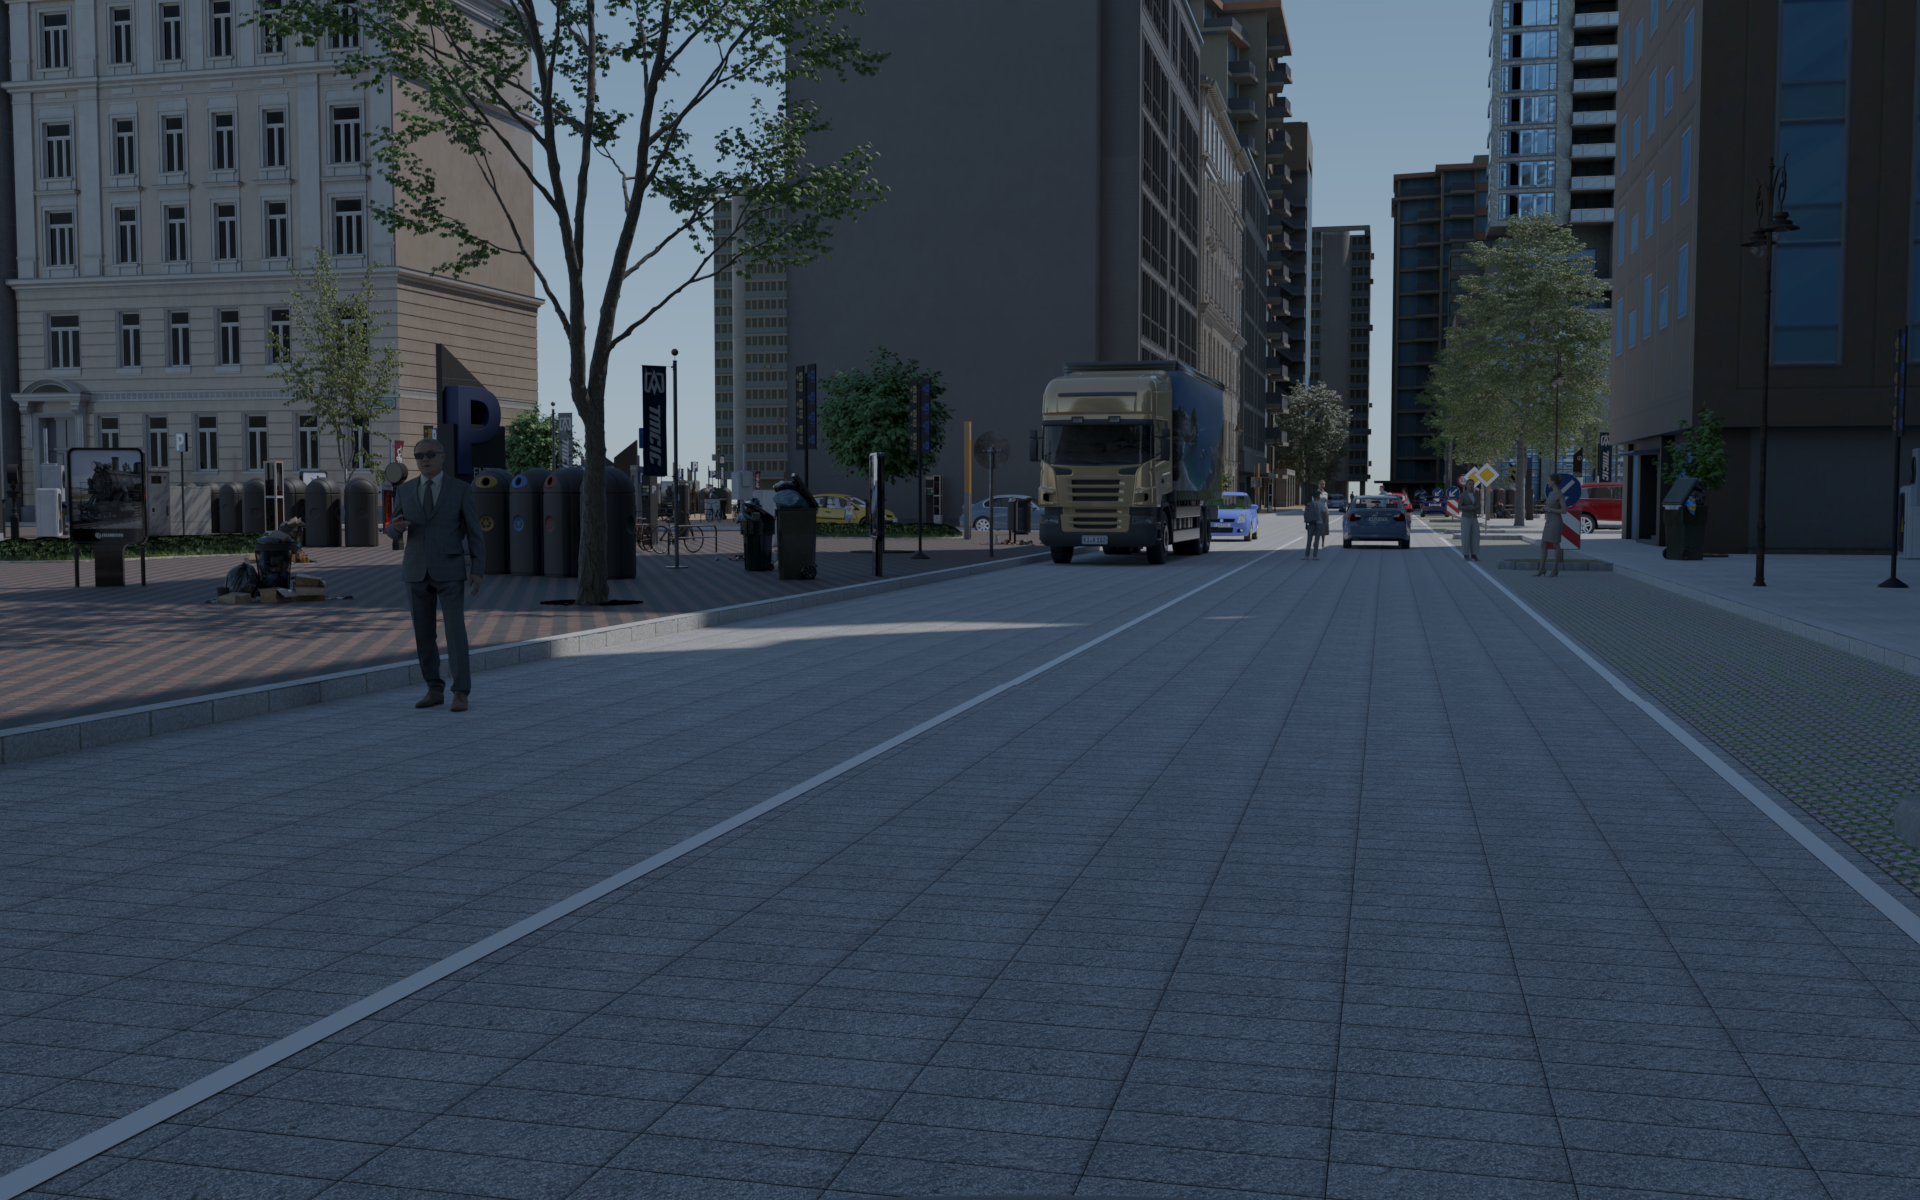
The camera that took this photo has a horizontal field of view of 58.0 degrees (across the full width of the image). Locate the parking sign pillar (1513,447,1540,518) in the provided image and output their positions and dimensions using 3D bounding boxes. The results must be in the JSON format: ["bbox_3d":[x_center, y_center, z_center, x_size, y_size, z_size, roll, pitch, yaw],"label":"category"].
[{"bbox_3d":[29.939,-6.301,91.500,1.447,3.967,1.447,1,4,17],"label":"parking sign pillar"}]

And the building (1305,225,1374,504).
[{"bbox_3d":[44.128,-33.336,236.920,23.993,40.220,32.217,1,4,14],"label":"building"}]

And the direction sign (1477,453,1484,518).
[{"bbox_3d":[28.186,-6.235,93.941,0.379,3.537,0.876,0,4,-5],"label":"direction sign"}]

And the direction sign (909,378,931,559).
[{"bbox_3d":[-0.789,-2.582,34.220,0.379,3.537,0.876,-2,4,-28],"label":"direction sign"}]

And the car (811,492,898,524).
[{"bbox_3d":[-4.302,-3.316,64.444,3.980,1.641,2.015,1,4,15],"label":"car"}]

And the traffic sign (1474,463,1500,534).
[{"bbox_3d":[16.718,-3.142,55.021,0.795,2.450,0.064,1,4,14],"label":"traffic sign"}]

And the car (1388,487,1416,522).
[{"bbox_3d":[21.633,-4.737,86.486,2.155,1.783,4.494,1,4,16],"label":"car"}]

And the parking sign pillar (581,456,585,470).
[{"bbox_3d":[-26.033,-8.042,119.953,1.447,3.967,1.447,-3,4,-36],"label":"parking sign pillar"}]

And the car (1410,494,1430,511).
[{"bbox_3d":[39.957,-8.563,149.798,2.009,1.686,4.222,1,4,14],"label":"car"}]

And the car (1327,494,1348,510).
[{"bbox_3d":[32.109,-8.320,148.040,2.014,1.417,4.499,1,4,12],"label":"car"}]

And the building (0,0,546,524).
[{"bbox_3d":[-31.888,-18.099,81.824,20.117,28.700,13.634,1,4,14],"label":"building"}]

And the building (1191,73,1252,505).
[{"bbox_3d":[9.943,-18.667,102.463,12.463,27.353,25.104,1,4,14],"label":"building"}]

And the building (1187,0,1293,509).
[{"bbox_3d":[17.932,-30.603,154.981,22.147,44.769,28.867,1,4,14],"label":"building"}]

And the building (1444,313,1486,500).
[{"bbox_3d":[64.229,-20.271,176.477,27.650,21.520,28.899,1,4,14],"label":"building"}]

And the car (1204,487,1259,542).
[{"bbox_3d":[8.260,-2.685,53.496,1.945,1.707,3.694,1,4,14],"label":"car"}]

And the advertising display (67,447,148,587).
[{"bbox_3d":[-11.797,-1.148,23.989,0.974,1.923,0.123,-1,4,-13],"label":"advertising display"}]

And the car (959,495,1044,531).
[{"bbox_3d":[2.241,-3.049,61.861,4.499,1.417,2.014,1,4,14],"label":"car"}]

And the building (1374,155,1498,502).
[{"bbox_3d":[69.193,-34.941,225.911,28.867,44.769,22.147,1,4,14],"label":"building"}]

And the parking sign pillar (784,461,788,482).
[{"bbox_3d":[-9.314,-6.688,97.824,1.447,3.967,1.447,-3,5,-44],"label":"parking sign pillar"}]

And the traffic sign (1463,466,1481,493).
[{"bbox_3d":[18.633,-3.617,62.774,0.795,2.450,0.064,1,4,14],"label":"traffic sign"}]

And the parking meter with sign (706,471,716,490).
[{"bbox_3d":[-18.624,-8.115,128.947,0.543,3.016,1.738,-1,4,-23],"label":"parking meter with sign"}]

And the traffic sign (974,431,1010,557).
[{"bbox_3d":[0.637,-2.141,35.117,0.768,2.556,0.104,1,4,15],"label":"traffic sign"}]

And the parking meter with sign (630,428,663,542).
[{"bbox_3d":[-8.513,-3.065,46.366,0.543,3.016,1.738,-2,4,-25],"label":"parking meter with sign"}]

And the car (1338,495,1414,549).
[{"bbox_3d":[11.242,-2.129,46.813,2.014,1.417,4.499,1,4,13],"label":"car"}]

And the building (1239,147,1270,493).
[{"bbox_3d":[14.589,-20.379,126.696,14.314,27.812,24.014,1,4,14],"label":"building"}]

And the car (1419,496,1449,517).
[{"bbox_3d":[29.450,-5.797,107.361,1.945,1.354,3.894,1,4,15],"label":"car"}]

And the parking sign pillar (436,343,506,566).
[{"bbox_3d":[-8.889,-2.635,31.554,1.447,3.967,1.447,2,4,29],"label":"parking sign pillar"}]

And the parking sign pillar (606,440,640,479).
[{"bbox_3d":[-16.575,-5.984,86.315,1.447,3.967,1.447,1,4,20],"label":"parking sign pillar"}]

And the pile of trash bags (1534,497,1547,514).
[{"bbox_3d":[37.019,-6.278,112.397,1.912,1.369,3.447,0,4,-5],"label":"pile of trash bags"}]

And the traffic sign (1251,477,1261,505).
[{"bbox_3d":[17.903,-6.282,104.847,0.606,2.300,0.079,2,4,23],"label":"traffic sign"}]

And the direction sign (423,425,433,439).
[{"bbox_3d":[-17.322,-3.995,57.323,0.379,3.537,0.876,3,5,44],"label":"direction sign"}]

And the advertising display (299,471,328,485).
[{"bbox_3d":[-17.919,-2.620,48.055,0.123,1.923,0.974,1,4,22],"label":"advertising display"}]

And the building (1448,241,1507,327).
[{"bbox_3d":[63.056,-26.110,198.597,14.160,30.474,14.107,1,4,14],"label":"building"}]

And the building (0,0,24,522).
[{"bbox_3d":[-51.514,-16.389,85.984,19.932,24.808,12.078,1,4,14],"label":"building"}]

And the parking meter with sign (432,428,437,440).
[{"bbox_3d":[-13.093,-3.050,46.122,1.738,3.016,0.543,-2,4,-30],"label":"parking meter with sign"}]

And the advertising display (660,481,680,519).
[{"bbox_3d":[-14.342,-4.930,85.814,0.974,1.923,0.123,0,4,-2],"label":"advertising display"}]

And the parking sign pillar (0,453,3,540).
[{"bbox_3d":[-20.383,-2.903,35.944,1.447,3.967,1.447,-1,4,-8],"label":"parking sign pillar"}]

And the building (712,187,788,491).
[{"bbox_3d":[-15.024,-31.610,208.703,23.993,40.220,32.217,1,4,14],"label":"building"}]

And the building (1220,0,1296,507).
[{"bbox_3d":[24.410,-45.311,179.083,20.563,71.187,20.611,1,4,14],"label":"building"}]

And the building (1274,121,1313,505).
[{"bbox_3d":[34.169,-33.994,205.907,14.200,45.320,14.600,1,4,14],"label":"building"}]

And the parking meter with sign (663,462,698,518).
[{"bbox_3d":[-14.983,-5.940,93.373,1.738,3.016,0.543,2,4,27],"label":"parking meter with sign"}]

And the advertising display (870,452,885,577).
[{"bbox_3d":[-1.300,-1.345,27.204,0.123,1.923,0.974,-1,4,-10],"label":"advertising display"}]

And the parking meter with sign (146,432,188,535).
[{"bbox_3d":[-22.522,-3.189,48.408,0.543,3.016,1.738,3,4,37],"label":"parking meter with sign"}]

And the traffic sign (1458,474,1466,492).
[{"bbox_3d":[32.425,-6.813,111.497,0.768,2.556,0.104,1,4,18],"label":"traffic sign"}]

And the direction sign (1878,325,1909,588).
[{"bbox_3d":[12.820,-1.938,23.689,0.379,3.537,0.876,1,4,20],"label":"direction sign"}]

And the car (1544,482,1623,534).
[{"bbox_3d":[22.244,-2.994,57.621,5.304,1.827,2.281,1,4,16],"label":"car"}]

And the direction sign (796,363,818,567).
[{"bbox_3d":[-2.700,-2.352,30.451,0.379,3.537,0.876,-2,4,-28],"label":"direction sign"}]

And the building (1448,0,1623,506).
[{"bbox_3d":[54.003,-50.982,146.220,22.319,86.520,31.000,1,4,14],"label":"building"}]
